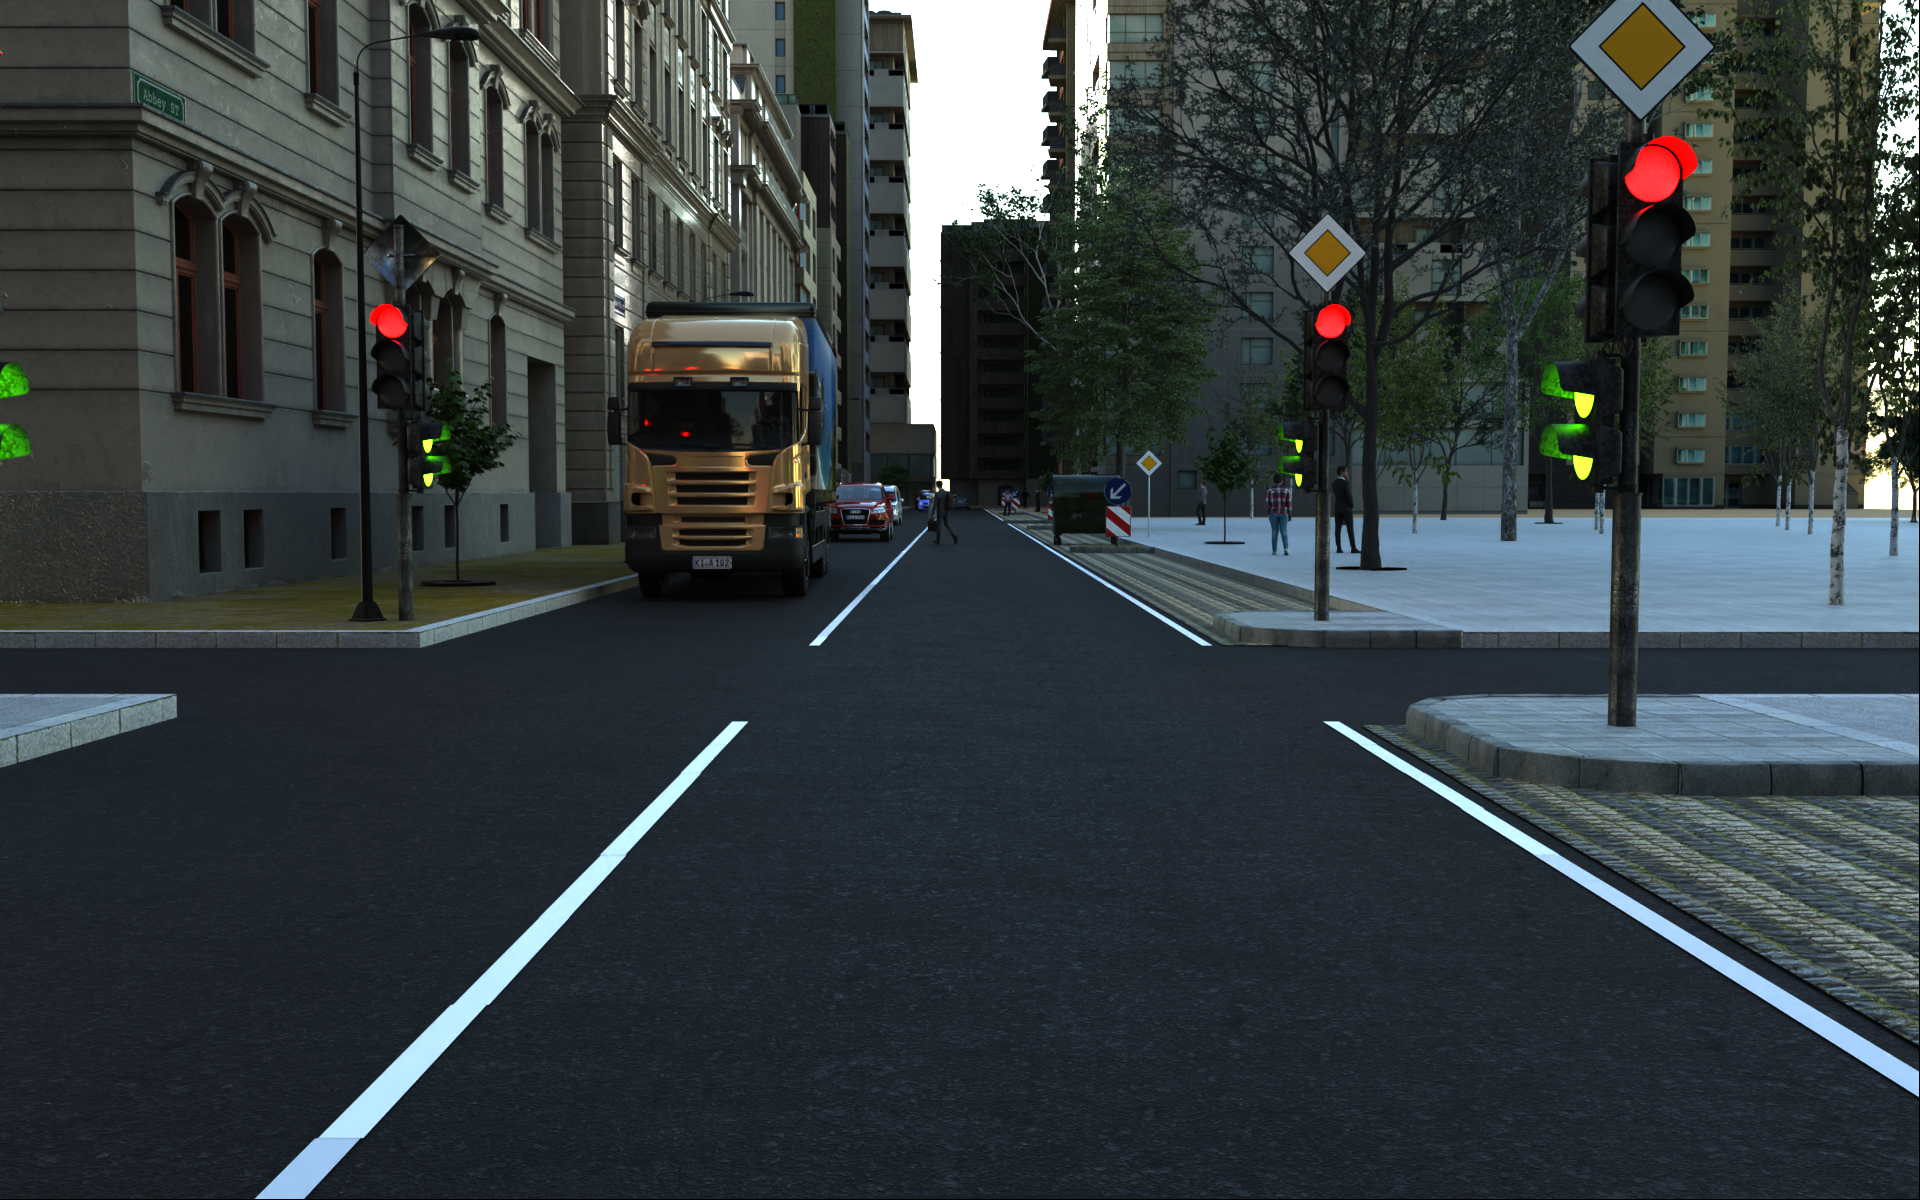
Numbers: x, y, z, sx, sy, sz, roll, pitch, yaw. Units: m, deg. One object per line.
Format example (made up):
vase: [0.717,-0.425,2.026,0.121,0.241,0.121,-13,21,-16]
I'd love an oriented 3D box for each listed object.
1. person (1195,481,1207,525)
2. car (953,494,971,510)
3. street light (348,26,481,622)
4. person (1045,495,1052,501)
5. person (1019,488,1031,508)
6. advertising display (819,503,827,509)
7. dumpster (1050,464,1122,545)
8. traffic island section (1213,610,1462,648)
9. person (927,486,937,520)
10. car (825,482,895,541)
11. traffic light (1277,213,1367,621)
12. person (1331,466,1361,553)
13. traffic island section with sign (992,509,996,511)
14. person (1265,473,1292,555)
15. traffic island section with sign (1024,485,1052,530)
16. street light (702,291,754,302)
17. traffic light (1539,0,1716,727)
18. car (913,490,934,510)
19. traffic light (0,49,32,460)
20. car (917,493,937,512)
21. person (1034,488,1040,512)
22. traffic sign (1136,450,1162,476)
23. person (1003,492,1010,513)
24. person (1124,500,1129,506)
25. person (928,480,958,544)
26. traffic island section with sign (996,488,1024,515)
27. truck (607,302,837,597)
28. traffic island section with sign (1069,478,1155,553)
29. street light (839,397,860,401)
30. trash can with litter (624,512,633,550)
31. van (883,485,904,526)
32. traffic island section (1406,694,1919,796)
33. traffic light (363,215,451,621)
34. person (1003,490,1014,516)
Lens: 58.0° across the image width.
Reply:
person: [9.962,-3.993,71.511,0.473,1.802,0.592,3,5,40]
car: [0.021,-8.758,155.192,2.014,1.417,4.499,0,4,1]
street light: [-5.461,-2.741,17.361,1.470,5.913,1.316,0,3,0]
person: [7.310,-7.895,135.087,1.348,1.831,0.705,1,4,13]
person: [5.810,-9.131,154.969,1.348,1.869,0.705,-2,4,-35]
advertising display: [-5.886,-4.254,74.774,0.974,1.923,0.123,1,4,11]
dumpster: [3.520,-2.663,48.499,1.985,2.255,1.502,0,4,0]
traffic island section: [3.696,0.286,17.600,2.009,0.180,2.903,0,3,0]
person: [-1.094,-3.884,72.581,0.524,1.755,0.480,2,4,30]
car: [-3.143,-2.773,54.018,2.281,1.827,5.304,0,4,-1]
traffic light: [3.656,-1.747,17.486,0.839,4.253,0.868,0,3,0]
person: [8.393,-1.976,37.713,0.474,1.900,0.648,-3,4,-37]
traffic island section with sign: [3.697,-8.446,146.724,1.989,1.847,2.006,0,3,0]
person: [6.704,-1.810,36.469,0.563,1.720,0.643,1,4,10]
traffic island section with sign: [3.700,-3.750,69.939,1.989,1.847,2.006,0,3,0]
street light: [-5.402,-4.111,39.750,1.470,5.913,1.316,0,3,0]
traffic light: [3.656,-1.259,9.501,0.839,4.253,0.868,0,3,0]
car: [-3.168,-9.194,159.000,2.281,1.827,5.304,0,4,-1]
traffic light: [-5.605,-1.258,9.485,0.839,4.253,0.868,0,3,0]
car: [-2.550,-8.144,142.751,1.945,1.707,3.694,0,4,1]
person: [5.603,-7.235,125.134,0.445,1.727,0.742,0,4,8]
traffic sign: [5.640,-3.168,51.535,0.795,2.593,0.064,1,4,9]
person: [3.188,-6.551,117.078,0.593,1.643,0.415,-3,4,-38]
person: [7.521,-4.529,80.189,0.694,1.812,0.767,-1,4,-14]
person: [-0.494,-2.517,49.624,0.822,1.834,0.622,3,5,43]
traffic island section with sign: [3.703,-6.789,119.631,1.989,1.847,2.006,0,3,0]
truck: [-3.413,-2.366,27.605,2.839,4.237,11.283,0,4,-2]
traffic island section with sign: [3.705,-2.076,42.578,1.989,1.847,2.006,0,3,0]
street light: [-5.484,-6.778,83.360,1.470,5.913,1.316,0,3,0]
trash can with litter: [-6.030,-1.305,32.724,0.624,1.170,1.055,-1,4,-8]
van: [-3.580,-4.471,80.111,2.013,2.044,4.112,0,4,1]
traffic island section: [3.696,0.775,9.615,2.009,0.180,2.903,0,3,0]
traffic light: [-5.605,-1.746,17.470,0.839,4.253,0.868,0,3,0]
person: [3.131,-6.357,113.369,0.436,1.711,0.756,-3,5,-42]
